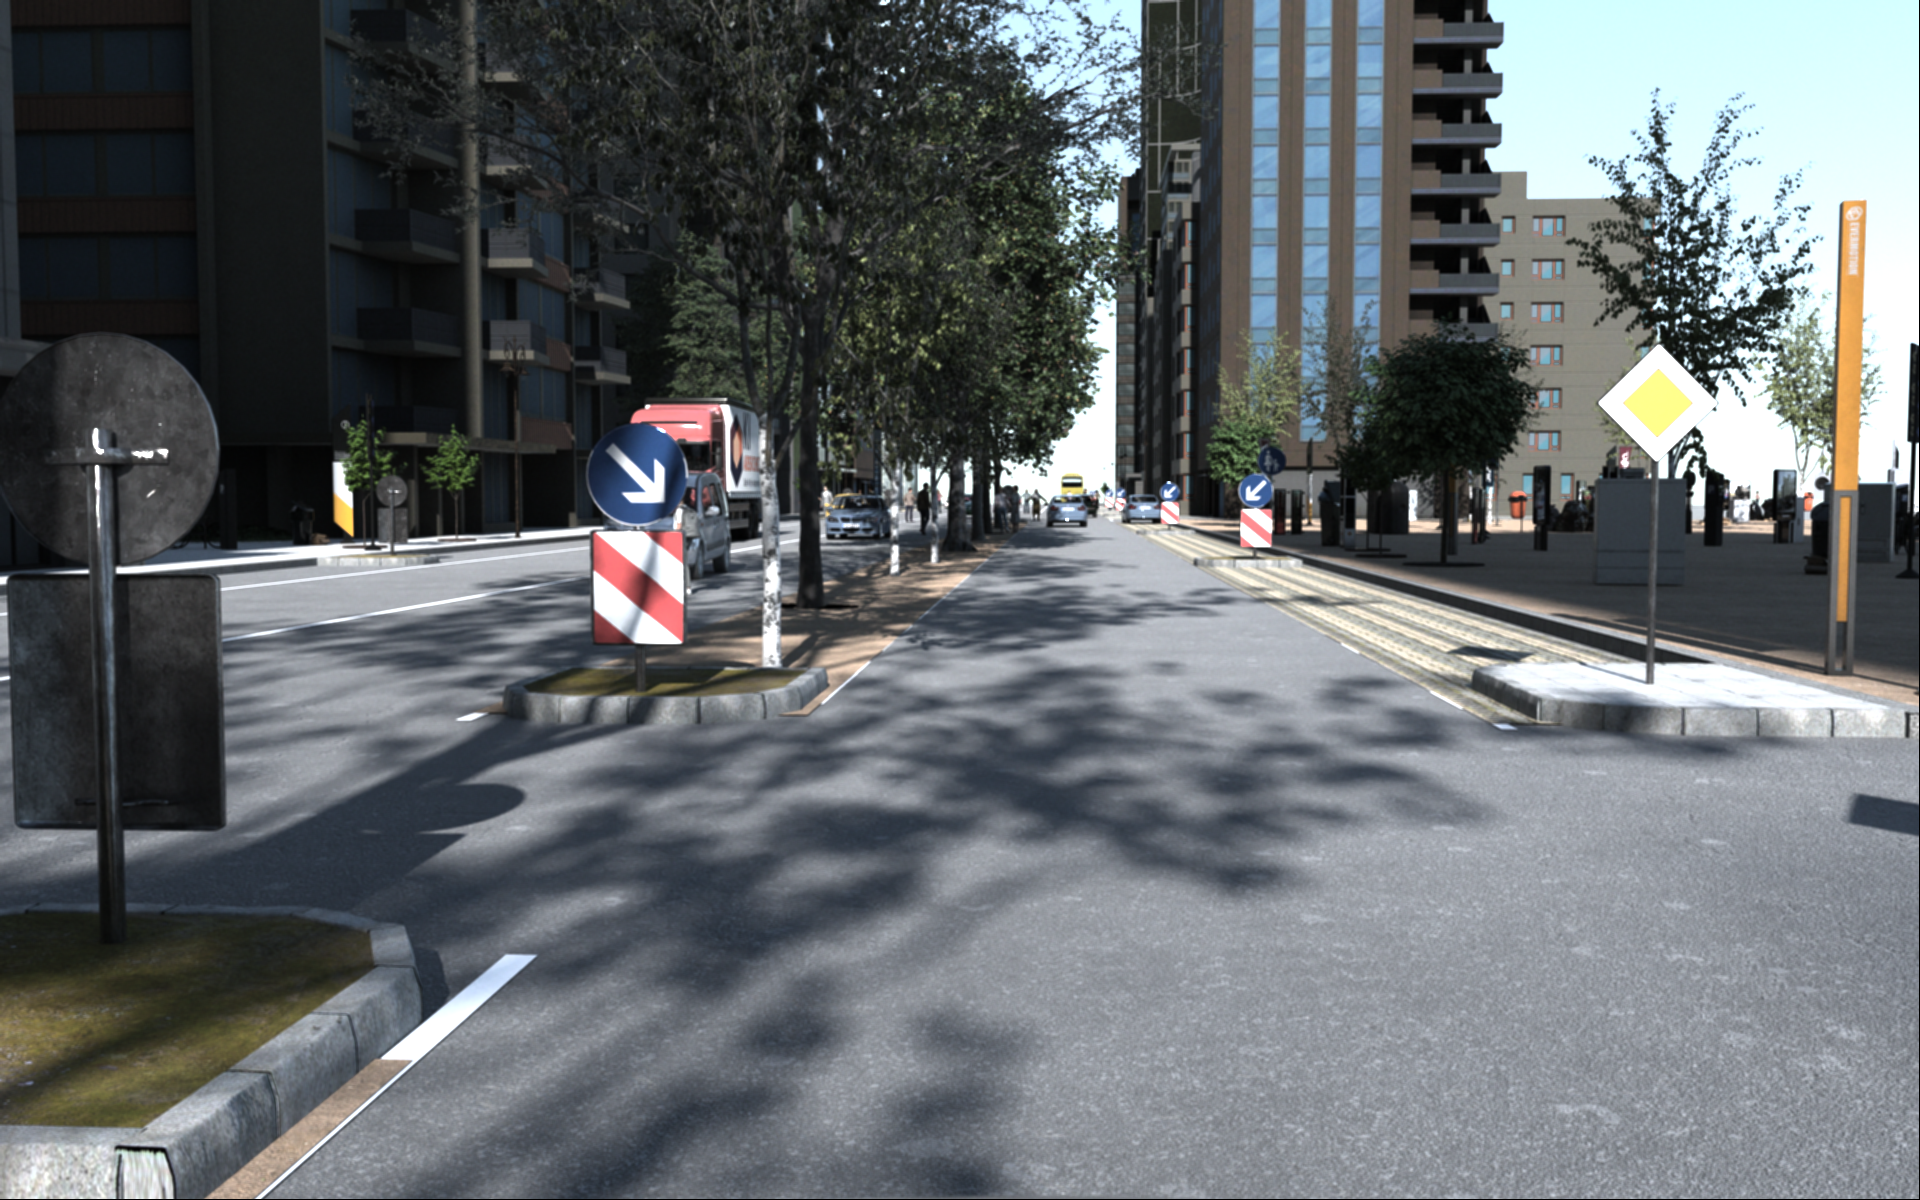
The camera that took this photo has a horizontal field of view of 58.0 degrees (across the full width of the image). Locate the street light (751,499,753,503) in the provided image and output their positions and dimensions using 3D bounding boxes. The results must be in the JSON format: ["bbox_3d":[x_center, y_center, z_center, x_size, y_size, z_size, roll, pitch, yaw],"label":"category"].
[{"bbox_3d":[-10.747,-7.133,89.410,0.468,5.910,1.993,0,4,3],"label":"street light"}]

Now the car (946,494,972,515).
[{"bbox_3d":[0.285,-5.580,103.036,2.131,1.459,4.920,0,4,4],"label":"car"}]

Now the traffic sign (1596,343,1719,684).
[{"bbox_3d":[4.653,-0.488,11.627,0.795,2.450,0.064,0,4,3],"label":"traffic sign"}]

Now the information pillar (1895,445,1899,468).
[{"bbox_3d":[43.951,-5.505,81.369,0.183,3.616,0.504,1,4,11],"label":"information pillar"}]

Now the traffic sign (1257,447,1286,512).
[{"bbox_3d":[8.425,-2.861,46.880,0.768,2.556,0.104,0,4,5],"label":"traffic sign"}]

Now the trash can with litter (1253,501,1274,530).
[{"bbox_3d":[8.604,-2.322,49.354,0.624,1.170,1.055,0,4,5],"label":"trash can with litter"}]

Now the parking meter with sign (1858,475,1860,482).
[{"bbox_3d":[32.225,-4.058,62.606,0.543,3.016,1.738,3,5,43],"label":"parking meter with sign"}]

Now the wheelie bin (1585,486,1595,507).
[{"bbox_3d":[24.421,-3.597,66.723,0.693,1.594,0.980,-2,4,-24],"label":"wheelie bin"}]

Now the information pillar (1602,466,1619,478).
[{"bbox_3d":[16.877,-2.476,44.970,0.304,2.012,0.304,-1,4,-11],"label":"information pillar"}]

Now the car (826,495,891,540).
[{"bbox_3d":[-3.215,-2.690,55.988,2.014,1.417,4.499,0,4,5],"label":"car"}]

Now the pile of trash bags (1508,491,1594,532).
[{"bbox_3d":[20.154,-2.987,58.583,3.447,1.369,1.912,-1,4,-13],"label":"pile of trash bags"}]

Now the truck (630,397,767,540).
[{"bbox_3d":[-7.818,-3.884,52.424,2.839,4.237,11.283,0,4,2],"label":"truck"}]

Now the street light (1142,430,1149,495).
[{"bbox_3d":[13.406,-9.319,125.158,0.468,5.910,1.993,0,4,3],"label":"street light"}]

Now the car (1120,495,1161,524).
[{"bbox_3d":[8.835,-4.414,84.175,2.014,1.417,4.499,0,4,2],"label":"car"}]

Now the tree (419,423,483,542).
[{"bbox_3d":[-13.874,-3.216,47.182,1.663,3.219,1.824,0,3,0],"label":"tree"}]

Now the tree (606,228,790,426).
[{"bbox_3d":[-12.262,-10.785,82.986,9.857,13.997,8.962,0,3,0],"label":"tree"}]

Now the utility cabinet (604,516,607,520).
[{"bbox_3d":[-17.973,-4.677,85.141,1.173,1.500,0.318,0,4,7],"label":"utility cabinet"}]

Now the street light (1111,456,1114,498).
[{"bbox_3d":[18.321,-14.411,208.404,0.468,5.910,1.993,0,4,3],"label":"street light"}]

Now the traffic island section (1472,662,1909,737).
[{"bbox_3d":[4.677,0.647,11.702,2.009,0.180,2.903,0,4,3],"label":"traffic island section"}]

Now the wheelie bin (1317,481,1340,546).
[{"bbox_3d":[9.259,-2.133,42.777,0.980,1.594,0.693,-1,4,-23],"label":"wheelie bin"}]

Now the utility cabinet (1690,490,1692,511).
[{"bbox_3d":[23.375,-2.949,56.893,1.173,1.500,0.318,0,4,7],"label":"utility cabinet"}]

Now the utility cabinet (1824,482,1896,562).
[{"bbox_3d":[17.011,-1.475,32.789,1.173,1.500,0.318,3,5,40],"label":"utility cabinet"}]

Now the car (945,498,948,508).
[{"bbox_3d":[-0.489,-9.892,174.098,2.083,1.381,4.827,0,4,4],"label":"car"}]

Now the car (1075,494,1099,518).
[{"bbox_3d":[7.599,-5.947,107.025,2.009,1.686,4.222,0,4,4],"label":"car"}]

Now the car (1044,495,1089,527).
[{"bbox_3d":[4.719,-3.951,76.596,2.014,1.417,4.499,0,4,2],"label":"car"}]

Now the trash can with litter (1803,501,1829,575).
[{"bbox_3d":[13.972,-1.008,27.861,0.624,1.170,1.055,3,4,38],"label":"trash can with litter"}]

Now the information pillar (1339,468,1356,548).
[{"bbox_3d":[9.268,-2.255,41.369,0.304,2.012,0.304,0,4,-7],"label":"information pillar"}]

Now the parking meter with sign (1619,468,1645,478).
[{"bbox_3d":[19.697,-3.346,50.964,1.738,3.016,0.543,0,4,0],"label":"parking meter with sign"}]

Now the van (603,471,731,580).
[{"bbox_3d":[-5.099,-1.422,30.266,2.013,2.044,4.112,0,4,2],"label":"van"}]

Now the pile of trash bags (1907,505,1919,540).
[{"bbox_3d":[28.174,-2.331,47.858,3.447,1.369,1.912,-1,4,-9],"label":"pile of trash bags"}]

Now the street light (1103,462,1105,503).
[{"bbox_3d":[20.447,-16.684,245.565,0.468,5.910,1.993,0,4,3],"label":"street light"}]

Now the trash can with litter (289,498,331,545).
[{"bbox_3d":[-16.335,-1.969,43.588,1.055,1.170,0.624,1,4,17],"label":"trash can with litter"}]

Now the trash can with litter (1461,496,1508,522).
[{"bbox_3d":[24.275,-4.239,80.361,2.233,1.210,1.678,2,4,24],"label":"trash can with litter"}]

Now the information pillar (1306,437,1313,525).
[{"bbox_3d":[14.502,-4.925,71.882,0.183,3.616,0.504,0,4,-6],"label":"information pillar"}]

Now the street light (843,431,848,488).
[{"bbox_3d":[-8.395,-9.448,127.261,0.468,5.910,1.993,0,4,3],"label":"street light"}]

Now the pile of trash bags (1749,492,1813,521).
[{"bbox_3d":[39.884,-4.537,83.932,3.447,1.369,1.912,-1,4,-17],"label":"pile of trash bags"}]

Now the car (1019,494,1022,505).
[{"bbox_3d":[7.461,-13.859,235.640,2.155,1.783,4.494,0,4,2],"label":"car"}]

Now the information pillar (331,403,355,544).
[{"bbox_3d":[-15.926,-3.263,44.701,0.504,3.616,0.183,-3,4,-39],"label":"information pillar"}]

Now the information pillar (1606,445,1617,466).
[{"bbox_3d":[31.233,-5.610,83.074,0.504,3.616,0.183,-1,4,-14],"label":"information pillar"}]

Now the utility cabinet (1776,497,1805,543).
[{"bbox_3d":[22.074,-2.132,46.022,1.020,1.237,0.306,-3,5,-41],"label":"utility cabinet"}]

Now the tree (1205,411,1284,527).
[{"bbox_3d":[11.134,-5.170,68.251,4.285,4.588,4.351,0,3,0],"label":"tree"}]

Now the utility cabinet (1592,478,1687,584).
[{"bbox_3d":[9.562,-0.961,24.392,1.173,1.500,0.318,1,4,10],"label":"utility cabinet"}]

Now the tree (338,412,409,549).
[{"bbox_3d":[-14.216,-2.842,41.071,1.663,3.219,1.824,0,3,0],"label":"tree"}]

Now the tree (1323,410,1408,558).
[{"bbox_3d":[8.461,-2.488,35.286,1.663,3.219,1.824,0,3,0],"label":"tree"}]

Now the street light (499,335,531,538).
[{"bbox_3d":[-12.942,-4.753,50.502,0.468,5.910,1.993,0,4,3],"label":"street light"}]

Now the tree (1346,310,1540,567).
[{"bbox_3d":[8.637,-2.897,31.078,4.285,4.588,4.351,0,3,0],"label":"tree"}]

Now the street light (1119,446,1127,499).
[{"bbox_3d":[15.953,-12.139,171.256,0.468,5.910,1.993,0,4,3],"label":"street light"}]
